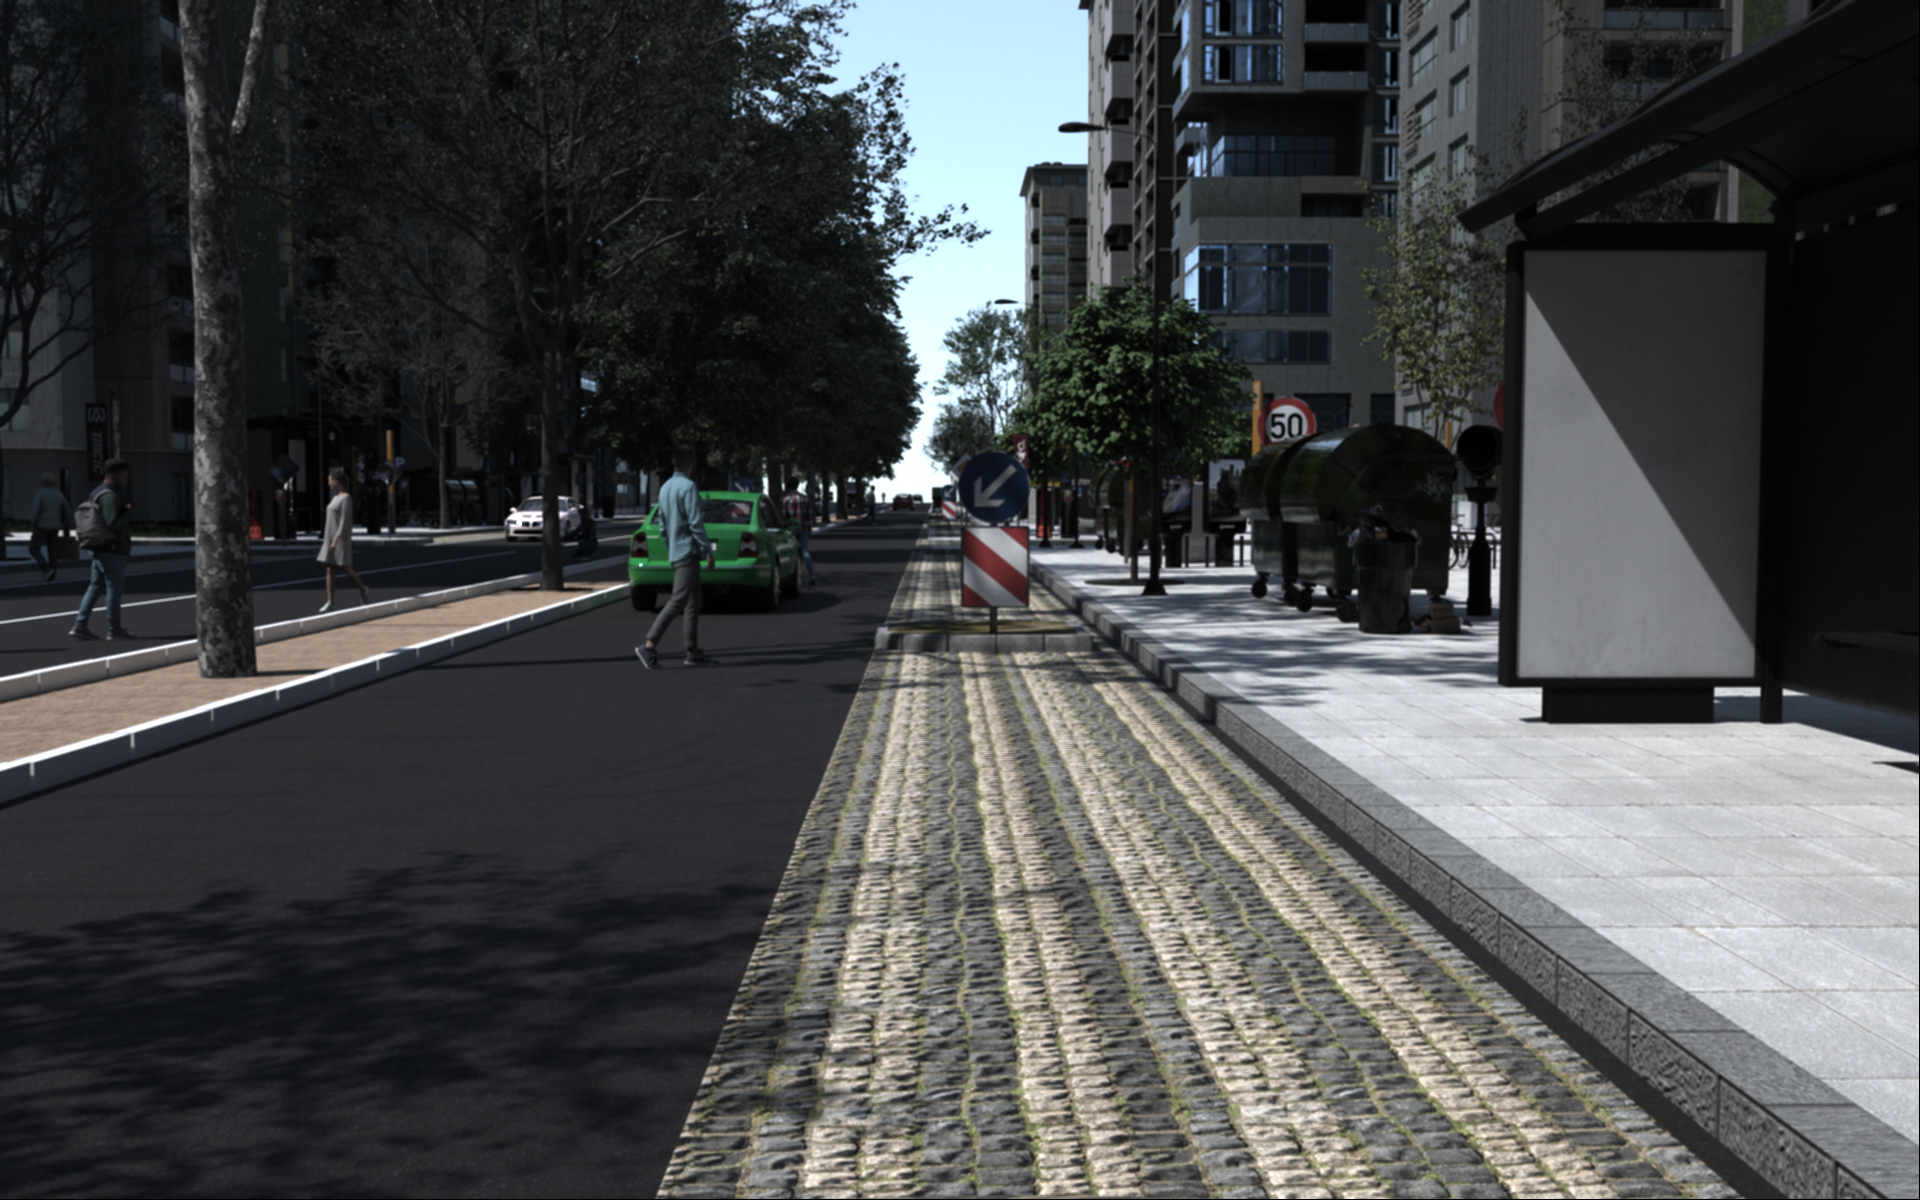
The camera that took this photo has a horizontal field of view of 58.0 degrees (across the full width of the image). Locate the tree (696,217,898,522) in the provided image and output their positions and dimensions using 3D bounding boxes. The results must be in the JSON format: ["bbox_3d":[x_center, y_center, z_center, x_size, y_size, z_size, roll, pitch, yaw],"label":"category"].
[{"bbox_3d":[-6.408,-8.842,65.147,7.486,12.596,7.792,0,3,0],"label":"tree"}]

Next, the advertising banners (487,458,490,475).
[{"bbox_3d":[-22.812,-5.409,84.625,0.090,3.025,2.074,0,4,1],"label":"advertising banners"}]

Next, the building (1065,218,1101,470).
[{"bbox_3d":[17.949,-25.159,183.047,14.160,30.474,14.107,0,4,-1],"label":"building"}]

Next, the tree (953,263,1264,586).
[{"bbox_3d":[2.541,-2.504,24.655,4.285,4.588,4.351,0,3,0],"label":"tree"}]

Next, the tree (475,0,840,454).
[{"bbox_3d":[-5.952,-7.859,37.615,9.857,13.997,8.962,0,3,0],"label":"tree"}]

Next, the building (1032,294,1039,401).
[{"bbox_3d":[17.228,-29.231,249.632,14.160,30.474,14.107,0,4,-1],"label":"building"}]

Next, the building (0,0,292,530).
[{"bbox_3d":[-35.313,-23.370,65.691,14.154,41.232,14.086,0,4,-1],"label":"building"}]

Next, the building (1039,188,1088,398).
[{"bbox_3d":[17.613,-33.654,233.830,14.154,41.232,14.086,0,4,-1],"label":"building"}]

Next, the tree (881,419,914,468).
[{"bbox_3d":[-7.127,-11.213,120.198,8.767,10.594,7.601,0,4,-1],"label":"tree"}]

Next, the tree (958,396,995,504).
[{"bbox_3d":[0.137,-18.756,217.035,12.009,13.543,11.850,0,3,0],"label":"tree"}]

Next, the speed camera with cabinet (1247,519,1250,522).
[{"bbox_3d":[12.749,-4.990,75.917,0.660,3.252,2.038,0,4,2],"label":"speed camera with cabinet"}]

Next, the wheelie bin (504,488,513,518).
[{"bbox_3d":[-24.240,-5.182,92.630,0.693,1.594,0.980,0,4,2],"label":"wheelie bin"}]

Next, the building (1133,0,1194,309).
[{"bbox_3d":[22.850,-42.706,136.490,20.563,71.187,20.611,0,4,-1],"label":"building"}]

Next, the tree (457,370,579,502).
[{"bbox_3d":[-19.666,-7.847,78.662,4.360,8.622,3.978,0,3,0],"label":"tree"}]

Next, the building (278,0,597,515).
[{"bbox_3d":[-41.771,-29.590,138.418,22.147,44.769,28.867,0,4,-1],"label":"building"}]

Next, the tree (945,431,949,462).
[{"bbox_3d":[0.904,-12.551,155.578,4.360,8.622,3.978,0,3,0],"label":"tree"}]

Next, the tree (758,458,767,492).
[{"bbox_3d":[-20.618,-13.443,170.149,4.737,8.622,4.395,0,3,0],"label":"tree"}]

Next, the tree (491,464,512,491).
[{"bbox_3d":[-29.270,-7.065,110.118,1.663,3.219,1.824,0,3,0],"label":"tree"}]

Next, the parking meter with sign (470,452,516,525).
[{"bbox_3d":[-19.208,-4.593,71.360,1.738,3.016,0.543,-2,4,-30],"label":"parking meter with sign"}]

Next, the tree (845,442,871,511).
[{"bbox_3d":[-6.860,-9.241,103.907,4.360,8.622,3.978,0,3,0],"label":"tree"}]

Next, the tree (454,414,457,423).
[{"bbox_3d":[-28.513,-9.452,104.903,4.360,8.622,3.978,0,3,0],"label":"tree"}]

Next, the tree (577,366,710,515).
[{"bbox_3d":[-19.061,-10.437,105.063,8.767,10.594,7.601,-1,4,-8],"label":"tree"}]

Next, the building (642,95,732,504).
[{"bbox_3d":[-42.978,-42.215,232.211,21.231,58.520,28.212,0,4,-1],"label":"building"}]

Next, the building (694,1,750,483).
[{"bbox_3d":[-42.010,-50.028,256.205,20.563,71.187,20.611,0,4,-1],"label":"building"}]

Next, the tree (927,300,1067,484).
[{"bbox_3d":[2.219,-10.142,91.581,9.928,11.665,9.643,0,3,0],"label":"tree"}]

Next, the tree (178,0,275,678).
[{"bbox_3d":[-4.512,-9.405,12.119,12.611,20.169,13.585,0,3,0],"label":"tree"}]

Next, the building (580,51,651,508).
[{"bbox_3d":[-42.015,-52.254,167.021,22.319,86.520,31.000,0,4,-1],"label":"building"}]

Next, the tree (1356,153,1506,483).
[{"bbox_3d":[10.398,-5.335,37.597,4.737,8.622,4.395,0,3,0],"label":"tree"}]

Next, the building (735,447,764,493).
[{"bbox_3d":[-39.017,-36.166,274.902,14.154,41.232,14.086,0,4,-1],"label":"building"}]

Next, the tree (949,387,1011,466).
[{"bbox_3d":[1.875,-10.215,117.378,4.360,8.622,3.978,0,3,0],"label":"tree"}]

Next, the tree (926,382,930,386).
[{"bbox_3d":[-6.421,-12.345,110.946,9.857,13.997,8.962,0,3,0],"label":"tree"}]

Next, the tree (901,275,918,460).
[{"bbox_3d":[-6.007,-9.006,56.354,9.857,13.997,8.962,0,3,0],"label":"tree"}]

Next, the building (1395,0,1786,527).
[{"bbox_3d":[26.131,-23.548,68.601,14.086,41.232,14.154,0,4,-1],"label":"building"}]

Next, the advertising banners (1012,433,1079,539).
[{"bbox_3d":[2.442,-3.275,49.738,2.074,3.025,0.090,2,4,24],"label":"advertising banners"}]

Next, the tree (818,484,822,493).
[{"bbox_3d":[-22.573,-16.998,272.519,1.663,3.219,1.824,0,3,0],"label":"tree"}]

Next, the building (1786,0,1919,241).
[{"bbox_3d":[20.910,-13.727,17.939,14.314,27.812,24.014,0,4,-1],"label":"building"}]

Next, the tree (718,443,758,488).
[{"bbox_3d":[-21.144,-12.428,153.567,4.737,8.622,4.395,0,3,0],"label":"tree"}]

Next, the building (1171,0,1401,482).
[{"bbox_3d":[21.231,-48.337,102.979,22.319,86.520,31.000,0,4,-1],"label":"building"}]

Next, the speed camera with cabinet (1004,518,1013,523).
[{"bbox_3d":[2.189,-5.147,78.487,0.660,3.252,2.038,1,4,23],"label":"speed camera with cabinet"}]

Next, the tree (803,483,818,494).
[{"bbox_3d":[-21.554,-15.283,244.479,1.663,3.219,1.824,0,3,0],"label":"tree"}]

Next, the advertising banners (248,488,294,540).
[{"bbox_3d":[-19.652,-3.188,48.306,2.074,3.025,0.090,0,4,1],"label":"advertising banners"}]

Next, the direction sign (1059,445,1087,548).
[{"bbox_3d":[2.773,-3.002,41.078,0.876,3.537,0.379,1,4,20],"label":"direction sign"}]

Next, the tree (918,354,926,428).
[{"bbox_3d":[-6.568,-11.431,96.003,9.857,13.997,8.962,0,3,0],"label":"tree"}]

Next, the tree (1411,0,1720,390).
[{"bbox_3d":[9.049,-4.585,25.323,4.360,8.622,3.978,0,3,0],"label":"tree"}]

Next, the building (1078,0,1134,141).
[{"bbox_3d":[26.348,-34.977,161.111,28.713,52.752,27.495,0,4,-1],"label":"building"}]

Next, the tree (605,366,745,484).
[{"bbox_3d":[-19.413,-12.278,117.747,9.611,12.733,9.660,0,3,0],"label":"tree"}]

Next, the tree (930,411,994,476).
[{"bbox_3d":[1.131,-15.573,189.032,7.601,10.594,8.767,3,5,42],"label":"tree"}]

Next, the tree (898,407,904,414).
[{"bbox_3d":[-6.717,-10.196,87.288,7.486,12.596,7.792,0,3,0],"label":"tree"}]

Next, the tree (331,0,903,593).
[{"bbox_3d":[-6.063,-6.881,25.325,12.009,13.543,11.850,0,3,0],"label":"tree"}]

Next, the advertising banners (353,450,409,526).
[{"bbox_3d":[-23.329,-4.501,69.774,2.074,3.025,0.090,-1,4,-14],"label":"advertising banners"}]

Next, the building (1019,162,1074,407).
[{"bbox_3d":[24.151,-41.655,270.302,28.713,52.752,27.495,0,4,-1],"label":"building"}]

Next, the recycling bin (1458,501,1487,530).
[{"bbox_3d":[18.235,-3.002,61.644,0.722,1.027,0.722,-1,4,-20],"label":"recycling bin"}]
